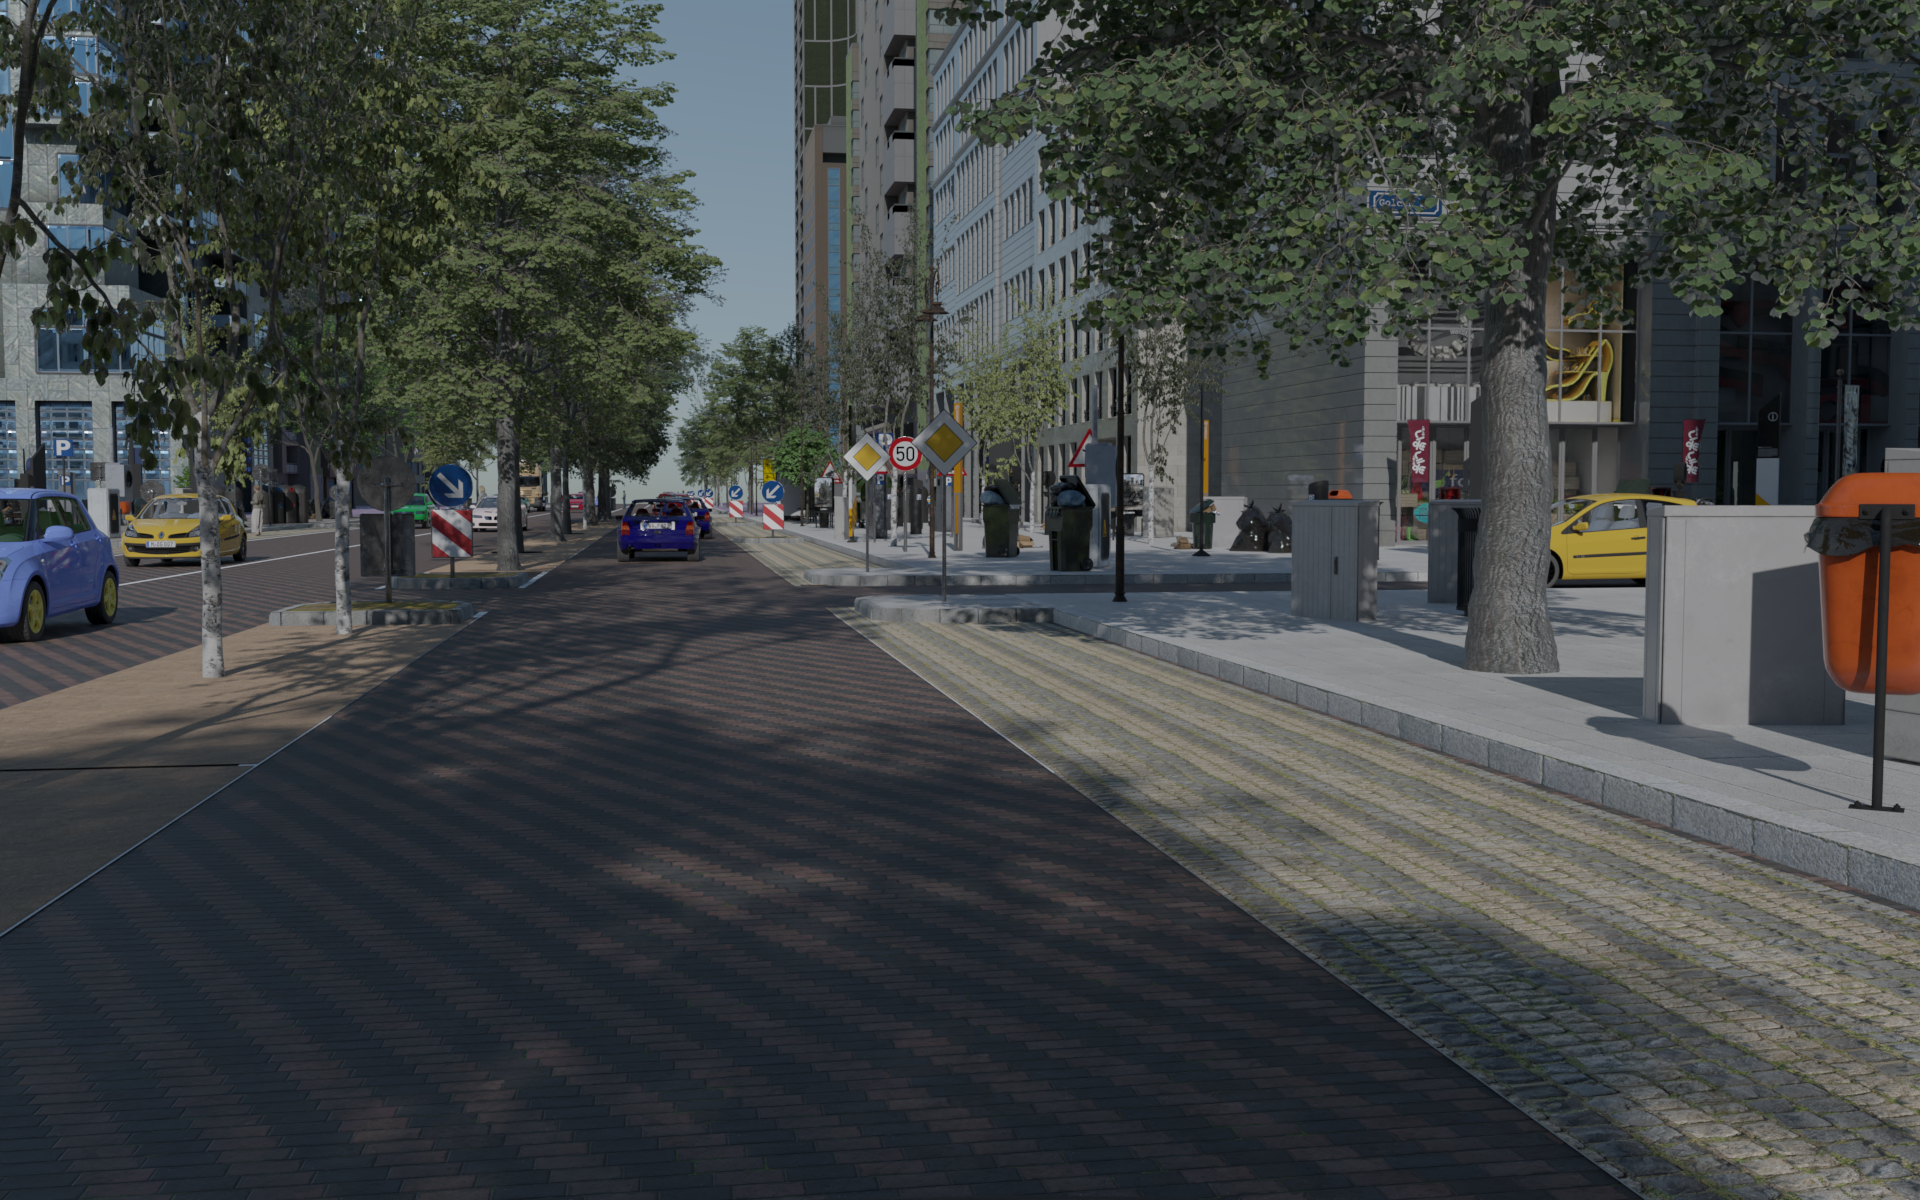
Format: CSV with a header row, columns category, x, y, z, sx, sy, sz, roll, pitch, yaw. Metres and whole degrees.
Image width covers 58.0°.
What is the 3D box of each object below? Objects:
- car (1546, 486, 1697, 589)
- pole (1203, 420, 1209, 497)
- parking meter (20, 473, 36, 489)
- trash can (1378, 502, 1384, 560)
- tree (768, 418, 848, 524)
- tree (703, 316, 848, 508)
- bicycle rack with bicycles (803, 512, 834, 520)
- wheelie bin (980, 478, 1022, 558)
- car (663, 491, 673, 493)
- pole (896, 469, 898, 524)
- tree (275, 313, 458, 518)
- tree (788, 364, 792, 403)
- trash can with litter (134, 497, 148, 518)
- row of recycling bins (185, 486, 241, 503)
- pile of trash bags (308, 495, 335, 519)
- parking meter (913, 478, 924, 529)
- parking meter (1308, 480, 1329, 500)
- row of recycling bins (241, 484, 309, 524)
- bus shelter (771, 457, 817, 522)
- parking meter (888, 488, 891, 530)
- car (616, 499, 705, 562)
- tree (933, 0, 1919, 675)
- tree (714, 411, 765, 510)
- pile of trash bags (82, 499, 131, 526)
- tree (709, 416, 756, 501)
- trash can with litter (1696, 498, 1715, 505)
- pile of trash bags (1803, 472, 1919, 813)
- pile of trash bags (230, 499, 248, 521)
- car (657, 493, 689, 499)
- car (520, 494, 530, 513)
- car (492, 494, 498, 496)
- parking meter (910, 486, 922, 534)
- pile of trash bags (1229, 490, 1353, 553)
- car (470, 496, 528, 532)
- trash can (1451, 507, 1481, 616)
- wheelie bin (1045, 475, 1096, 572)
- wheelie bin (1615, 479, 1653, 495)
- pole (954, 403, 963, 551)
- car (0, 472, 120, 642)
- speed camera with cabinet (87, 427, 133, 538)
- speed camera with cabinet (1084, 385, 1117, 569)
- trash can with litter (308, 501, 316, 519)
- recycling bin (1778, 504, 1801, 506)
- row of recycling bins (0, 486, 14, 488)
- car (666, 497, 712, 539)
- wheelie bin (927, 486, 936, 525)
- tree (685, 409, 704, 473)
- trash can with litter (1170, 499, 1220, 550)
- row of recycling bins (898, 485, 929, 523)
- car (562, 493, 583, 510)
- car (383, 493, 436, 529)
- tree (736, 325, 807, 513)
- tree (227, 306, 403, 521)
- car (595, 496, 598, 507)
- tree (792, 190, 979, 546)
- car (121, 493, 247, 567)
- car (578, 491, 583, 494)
category,x,y,z,sx,sy,sz,roll,pitch,yaw
car,9.721,-1.013,26.792,3.980,1.641,2.015,-1,4,-9
pole,6.803,-3.312,47.998,0.158,3.312,0.155,0,3,0
parking meter,-26.368,-2.650,49.042,0.255,1.863,0.399,0,4,5
trash can,7.493,-1.258,32.218,0.748,1.137,0.748,0,3,0
tree,-6.581,-5.590,75.111,4.285,4.588,4.351,0,3,0
tree,-9.250,-9.540,90.390,7.601,10.594,8.767,-1,4,-10
bicycle rack with bicycles,-7.495,-4.538,87.573,2.925,0.926,2.852,-2,4,-32
wheelie bin,0.809,-1.662,35.079,0.693,1.594,0.980,2,4,26
car,-40.756,-14.252,241.687,2.281,1.827,5.304,-1,4,-11
pole,-2.656,-4.777,71.944,0.158,3.312,0.155,0,3,0
tree,-33.247,-10.303,94.216,9.928,11.665,9.643,0,3,0
tree,-3.834,-6.541,57.306,4.360,8.622,3.978,0,3,0
trash can with litter,-29.788,-3.163,63.108,0.624,1.170,1.055,-1,4,-15
row of recycling bins,-38.182,-4.974,88.446,3.534,1.692,1.069,1,4,19
pile of trash bags,-33.676,-4.866,89.319,3.447,1.369,1.912,-2,4,-30
parking meter,-1.525,-3.526,63.362,0.399,1.863,0.255,-1,4,-10
parking meter,6.661,-1.456,32.220,0.372,1.533,0.369,0,3,0
row of recycling bins,-29.417,-4.144,74.861,1.069,1.692,3.534,1,4,11
bus shelter,-7.558,-5.249,79.739,2.014,3.302,5.546,-1,4,-9
parking meter,-2.514,-3.237,61.334,0.372,1.533,0.369,0,3,0
car,-6.559,-1.547,37.878,1.945,1.354,3.894,-1,4,-8
tree,3.913,-6.458,12.250,9.857,13.997,8.962,0,3,0
tree,-16.477,-11.289,134.939,4.737,8.622,4.395,0,3,0
pile of trash bags,-34.671,-3.686,70.019,1.912,1.369,3.447,1,4,8
tree,-19.248,-12.043,147.259,4.360,8.622,3.978,0,3,0
trash can with litter,14.285,-1.398,33.915,2.233,1.210,1.678,-3,4,-36
pile of trash bags,5.070,0.198,6.517,3.447,1.369,1.912,2,4,30
pile of trash bags,-34.955,-4.338,80.681,3.447,1.369,1.912,1,4,14
car,-12.347,-4.012,74.632,2.155,1.783,4.494,-1,4,-11
car,-33.590,-7.294,131.053,2.131,1.459,4.920,-1,4,-9
car,-28.905,-5.974,109.473,2.131,1.459,4.920,-1,4,-10
parking meter,-1.401,-2.860,55.179,0.372,1.533,0.369,0,3,0
pile of trash bags,7.470,-1.731,38.056,1.912,1.369,3.447,-2,4,-26
car,-17.776,-3.333,66.858,2.083,1.381,4.827,-1,4,-9
trash can,5.546,-0.401,18.218,0.748,1.137,0.748,0,3,0
wheelie bin,1.827,-1.279,28.815,0.693,1.594,0.980,-2,4,-24
wheelie bin,13.941,-1.713,35.920,0.980,1.594,0.693,3,5,43
pole,-0.039,-2.759,38.953,0.158,3.312,0.155,0,3,0
car,-9.982,-0.498,17.735,1.945,1.707,3.694,-1,4,-10
speed camera with cabinet,-24.883,-3.449,50.733,0.660,3.252,2.038,0,4,-6
speed camera with cabinet,2.423,-2.225,30.715,0.660,3.252,2.038,1,4,17
trash can with litter,-32.958,-4.657,87.526,1.055,1.170,0.624,-3,5,-42
recycling bin,19.712,-1.785,41.743,0.722,1.027,0.722,-2,4,-29
row of recycling bins,-50.582,-5.208,92.265,1.069,1.692,3.534,0,4,2
car,-9.000,-2.673,56.283,1.945,1.354,3.894,-1,4,-11
wheelie bin,-0.814,-3.715,68.641,0.980,1.594,0.693,-3,4,-37
tree,-21.817,-13.974,162.890,8.767,10.594,7.601,0,4,-1
trash can with litter,5.452,-1.762,40.193,1.055,1.170,0.624,-1,4,-22
row of recycling bins,-2.460,-4.340,78.076,1.069,1.692,3.534,-2,4,-26
car,-29.807,-7.681,134.623,2.155,1.783,4.494,-1,4,-9
car,-23.063,-3.908,72.686,1.959,1.807,4.718,-1,4,-11
tree,-13.658,-12.125,116.373,7.486,12.596,7.792,0,3,0
tree,-30.264,-8.972,81.105,7.601,10.594,8.767,3,5,44
car,-40.479,-11.438,196.602,1.945,1.707,3.694,0,4,-8
tree,-1.616,-5.651,42.761,4.360,8.622,3.978,0,3,0
car,-15.902,-1.551,35.577,2.015,1.641,3.980,-1,4,-11
car,-50.270,-13.636,231.617,2.281,1.827,5.304,-1,4,-10
